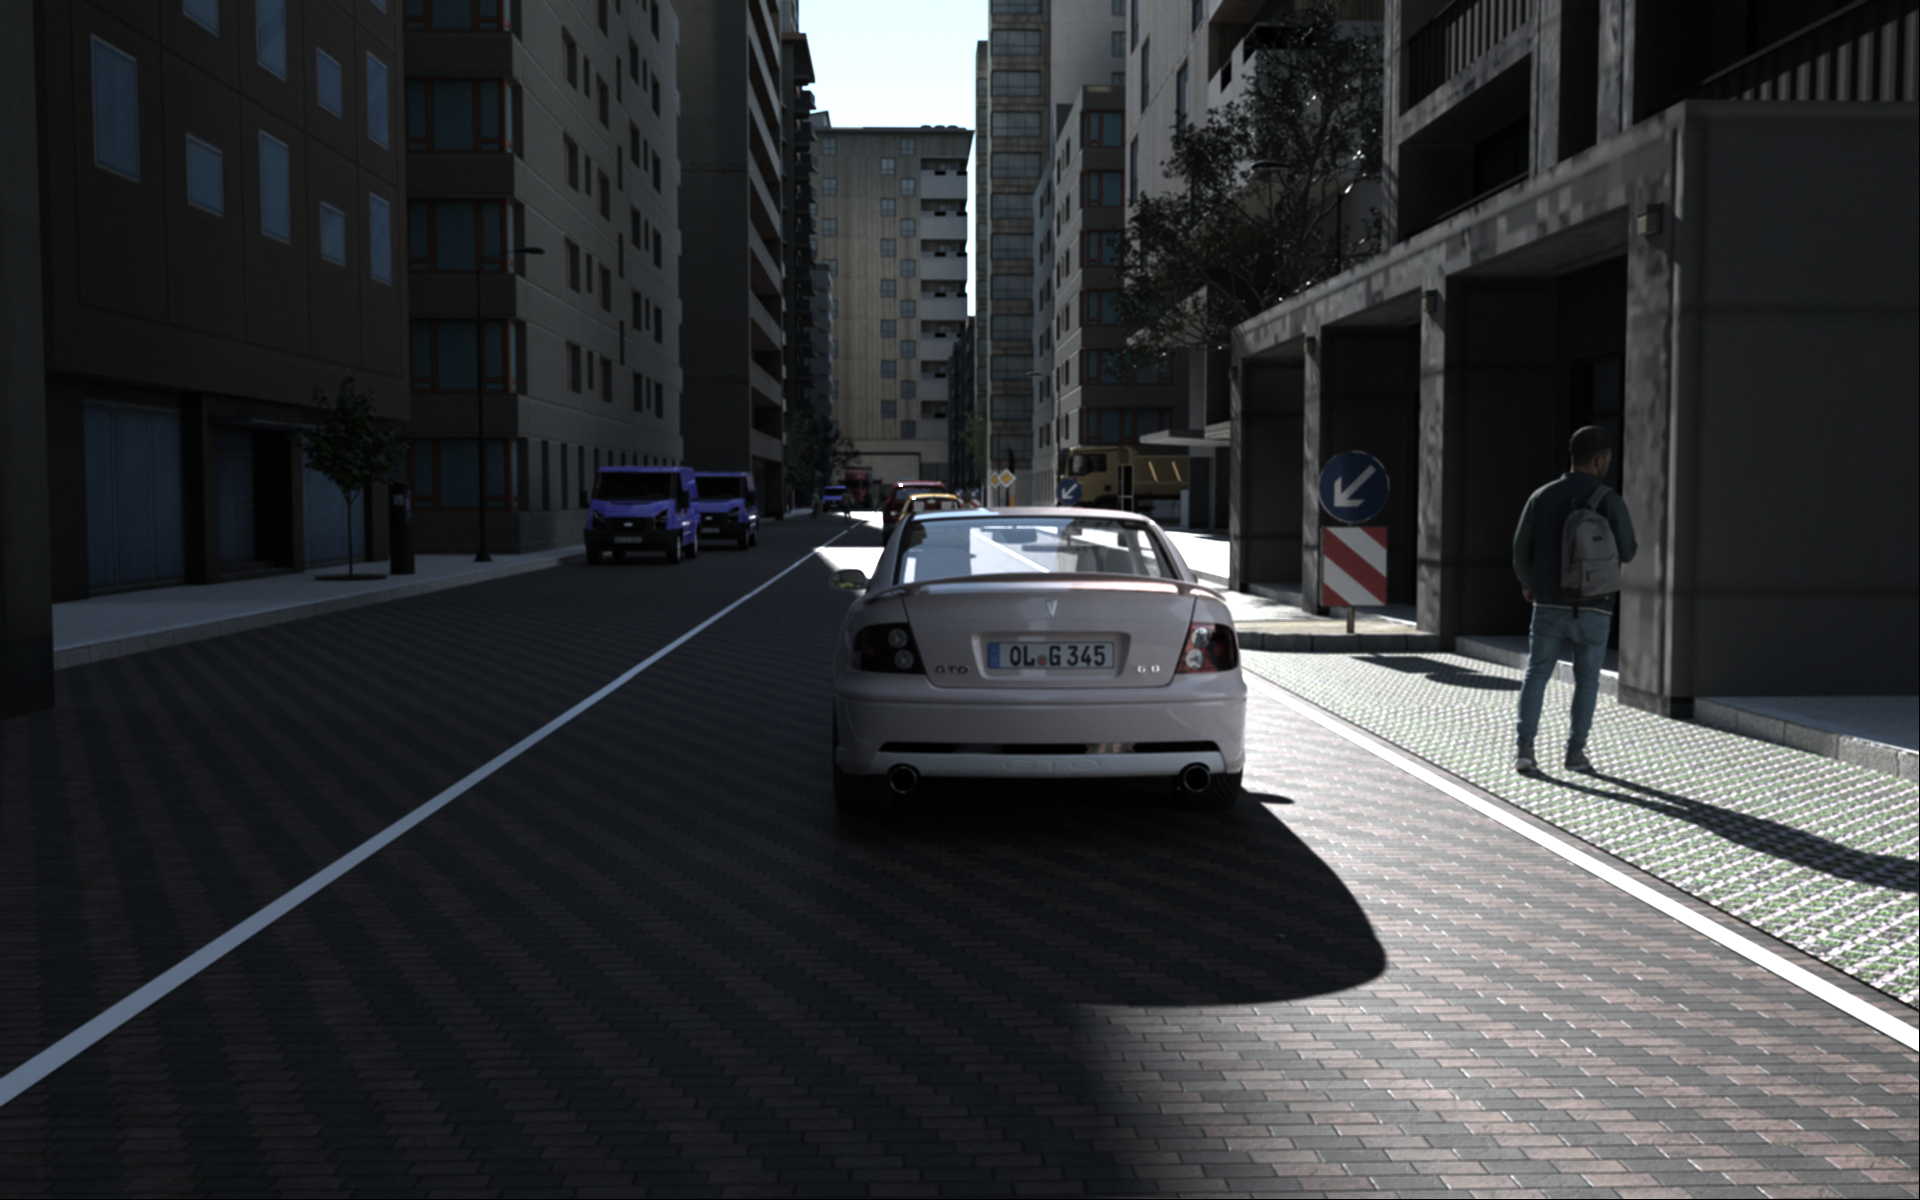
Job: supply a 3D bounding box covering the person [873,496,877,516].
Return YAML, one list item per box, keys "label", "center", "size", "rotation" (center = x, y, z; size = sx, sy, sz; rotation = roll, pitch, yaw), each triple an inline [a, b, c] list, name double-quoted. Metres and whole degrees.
- label: "person"
  center: [-5.607, -6.223, 114.502]
  size: [0.306, 1.304, 0.590]
  rotation: [1, 4, 11]

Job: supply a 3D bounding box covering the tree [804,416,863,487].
- label: "tree"
  center: [-15.429, -16.410, 202.716]
  size: [8.767, 10.594, 7.601]
  rotation: [0, 4, 3]

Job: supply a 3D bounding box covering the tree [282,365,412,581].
- label: "tree"
  center: [-9.053, -1.923, 26.040]
  size: [1.663, 3.219, 1.824]
  rotation: [0, 3, 0]

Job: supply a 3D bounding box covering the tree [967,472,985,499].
- label: "tree"
  center: [1.658, -9.653, 152.422]
  size: [1.663, 3.219, 1.824]
  rotation: [0, 3, 0]

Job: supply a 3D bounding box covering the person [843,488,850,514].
- label: "person"
  center: [-8.208, -7.201, 126.035]
  size: [0.655, 1.846, 0.447]
  rotation: [3, 4, 39]

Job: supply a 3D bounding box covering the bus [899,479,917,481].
- label: "bus"
  center: [-6.227, -13.307, 212.430]
  size: [2.948, 3.499, 13.247]
  rotation: [0, 3, 0]

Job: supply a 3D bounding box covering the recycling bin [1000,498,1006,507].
- label: "recycling bin"
  center: [2.760, -5.889, 108.844]
  size: [0.722, 1.027, 0.722]
  rotation: [0, 4, -7]

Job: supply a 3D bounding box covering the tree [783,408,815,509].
- label: "tree"
  center: [-14.279, -11.961, 145.927]
  size: [4.737, 8.622, 4.395]
  rotation: [0, 3, 0]

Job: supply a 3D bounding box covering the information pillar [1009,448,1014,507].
- label: "information pillar"
  center: [2.583, -5.846, 86.929]
  size: [0.183, 3.616, 0.504]
  rotation: [-1, 4, -21]

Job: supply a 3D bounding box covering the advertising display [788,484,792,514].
- label: "advertising display"
  center: [-11.168, -6.633, 113.656]
  size: [0.123, 1.923, 0.974]
  rotation: [0, 4, 1]

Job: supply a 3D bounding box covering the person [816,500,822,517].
- label: "person"
  center: [-9.017, -5.939, 110.623]
  size: [0.505, 1.210, 0.382]
  rotation: [1, 4, 15]

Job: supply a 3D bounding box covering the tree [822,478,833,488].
- label: "tree"
  center: [-15.630, -13.051, 207.979]
  size: [1.663, 3.219, 1.824]
  rotation: [0, 3, 0]

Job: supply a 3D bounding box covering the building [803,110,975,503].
- label: "building"
  center: [-10.087, -40.199, 246.498]
  size: [27.495, 52.752, 28.713]
  rotation: [0, 4, -2]

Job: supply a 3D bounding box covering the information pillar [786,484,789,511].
- label: "information pillar"
  center: [-12.849, -7.596, 128.684]
  size: [0.304, 2.012, 0.304]
  rotation: [-3, 5, -45]

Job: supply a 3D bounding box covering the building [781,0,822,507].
- label: "building"
  center: [-25.482, -45.763, 186.471]
  size: [20.563, 71.187, 20.611]
  rotation: [0, 4, -2]

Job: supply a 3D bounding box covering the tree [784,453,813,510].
- label: "tree"
  center: [-13.567, -9.537, 139.639]
  size: [4.285, 4.588, 4.351]
  rotation: [0, 3, 0]

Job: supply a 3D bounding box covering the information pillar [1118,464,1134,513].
- label: "information pillar"
  center: [4.066, -2.328, 42.557]
  size: [0.304, 2.012, 0.304]
  rotation: [-1, 4, -15]

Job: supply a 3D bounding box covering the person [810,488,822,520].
- label: "person"
  center: [-8.056, -5.380, 96.941]
  size: [0.515, 1.767, 0.782]
  rotation: [-2, 4, -29]

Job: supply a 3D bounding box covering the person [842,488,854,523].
- label: "person"
  center: [-5.536, -4.661, 85.299]
  size: [0.593, 1.750, 0.643]
  rotation: [0, 4, 1]

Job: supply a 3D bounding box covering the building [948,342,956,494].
- label: "building"
  center: [12.684, -22.437, 211.892]
  size: [27.650, 21.520, 28.899]
  rotation: [0, 4, -2]

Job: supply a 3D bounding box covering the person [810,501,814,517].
- label: "person"
  center: [-9.136, -5.799, 108.336]
  size: [0.505, 1.210, 0.382]
  rotation: [-3, 5, -42]

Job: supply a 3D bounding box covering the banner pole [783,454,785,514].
- label: "banner pole"
  center: [-11.071, -7.253, 108.600]
  size: [0.401, 3.779, 0.863]
  rotation: [0, 4, 3]

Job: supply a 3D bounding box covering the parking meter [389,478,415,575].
- label: "parking meter"
  center: [-8.940, -1.182, 27.735]
  size: [0.372, 1.533, 0.369]
  rotation: [0, 3, 0]

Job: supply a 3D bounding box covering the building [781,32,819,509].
- label: "building"
  center: [-24.800, -31.068, 162.580]
  size: [22.147, 44.769, 28.867]
  rotation: [0, 4, -2]

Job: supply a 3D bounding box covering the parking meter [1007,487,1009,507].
- label: "parking meter"
  center: [2.754, -5.612, 97.470]
  size: [0.255, 1.863, 0.399]
  rotation: [2, 4, 26]

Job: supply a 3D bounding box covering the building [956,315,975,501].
- label: "building"
  center: [14.143, -20.641, 182.516]
  size: [27.650, 21.520, 28.899]
  rotation: [0, 4, -2]

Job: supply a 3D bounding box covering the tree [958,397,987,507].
- label: "tree"
  center: [1.956, -11.163, 132.883]
  size: [4.737, 8.622, 4.395]
  rotation: [0, 3, 0]

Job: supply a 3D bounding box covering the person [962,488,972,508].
- label: "person"
  center: [0.397, -5.060, 91.777]
  size: [0.519, 1.759, 0.362]
  rotation: [1, 4, 18]

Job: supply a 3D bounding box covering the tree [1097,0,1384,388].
- label: "tree"
  center: [5.885, -5.954, 31.762]
  size: [7.601, 10.594, 8.767]
  rotation: [3, 5, 44]

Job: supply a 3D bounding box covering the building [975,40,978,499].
- label: "building"
  center: [8.307, -29.154, 160.256]
  size: [14.154, 41.232, 14.086]
  rotation: [0, 4, -2]

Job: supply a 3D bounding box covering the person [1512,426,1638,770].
- label: "person"
  center: [3.158, -0.005, 8.927]
  size: [0.623, 1.781, 0.721]
  rotation: [2, 4, 24]
